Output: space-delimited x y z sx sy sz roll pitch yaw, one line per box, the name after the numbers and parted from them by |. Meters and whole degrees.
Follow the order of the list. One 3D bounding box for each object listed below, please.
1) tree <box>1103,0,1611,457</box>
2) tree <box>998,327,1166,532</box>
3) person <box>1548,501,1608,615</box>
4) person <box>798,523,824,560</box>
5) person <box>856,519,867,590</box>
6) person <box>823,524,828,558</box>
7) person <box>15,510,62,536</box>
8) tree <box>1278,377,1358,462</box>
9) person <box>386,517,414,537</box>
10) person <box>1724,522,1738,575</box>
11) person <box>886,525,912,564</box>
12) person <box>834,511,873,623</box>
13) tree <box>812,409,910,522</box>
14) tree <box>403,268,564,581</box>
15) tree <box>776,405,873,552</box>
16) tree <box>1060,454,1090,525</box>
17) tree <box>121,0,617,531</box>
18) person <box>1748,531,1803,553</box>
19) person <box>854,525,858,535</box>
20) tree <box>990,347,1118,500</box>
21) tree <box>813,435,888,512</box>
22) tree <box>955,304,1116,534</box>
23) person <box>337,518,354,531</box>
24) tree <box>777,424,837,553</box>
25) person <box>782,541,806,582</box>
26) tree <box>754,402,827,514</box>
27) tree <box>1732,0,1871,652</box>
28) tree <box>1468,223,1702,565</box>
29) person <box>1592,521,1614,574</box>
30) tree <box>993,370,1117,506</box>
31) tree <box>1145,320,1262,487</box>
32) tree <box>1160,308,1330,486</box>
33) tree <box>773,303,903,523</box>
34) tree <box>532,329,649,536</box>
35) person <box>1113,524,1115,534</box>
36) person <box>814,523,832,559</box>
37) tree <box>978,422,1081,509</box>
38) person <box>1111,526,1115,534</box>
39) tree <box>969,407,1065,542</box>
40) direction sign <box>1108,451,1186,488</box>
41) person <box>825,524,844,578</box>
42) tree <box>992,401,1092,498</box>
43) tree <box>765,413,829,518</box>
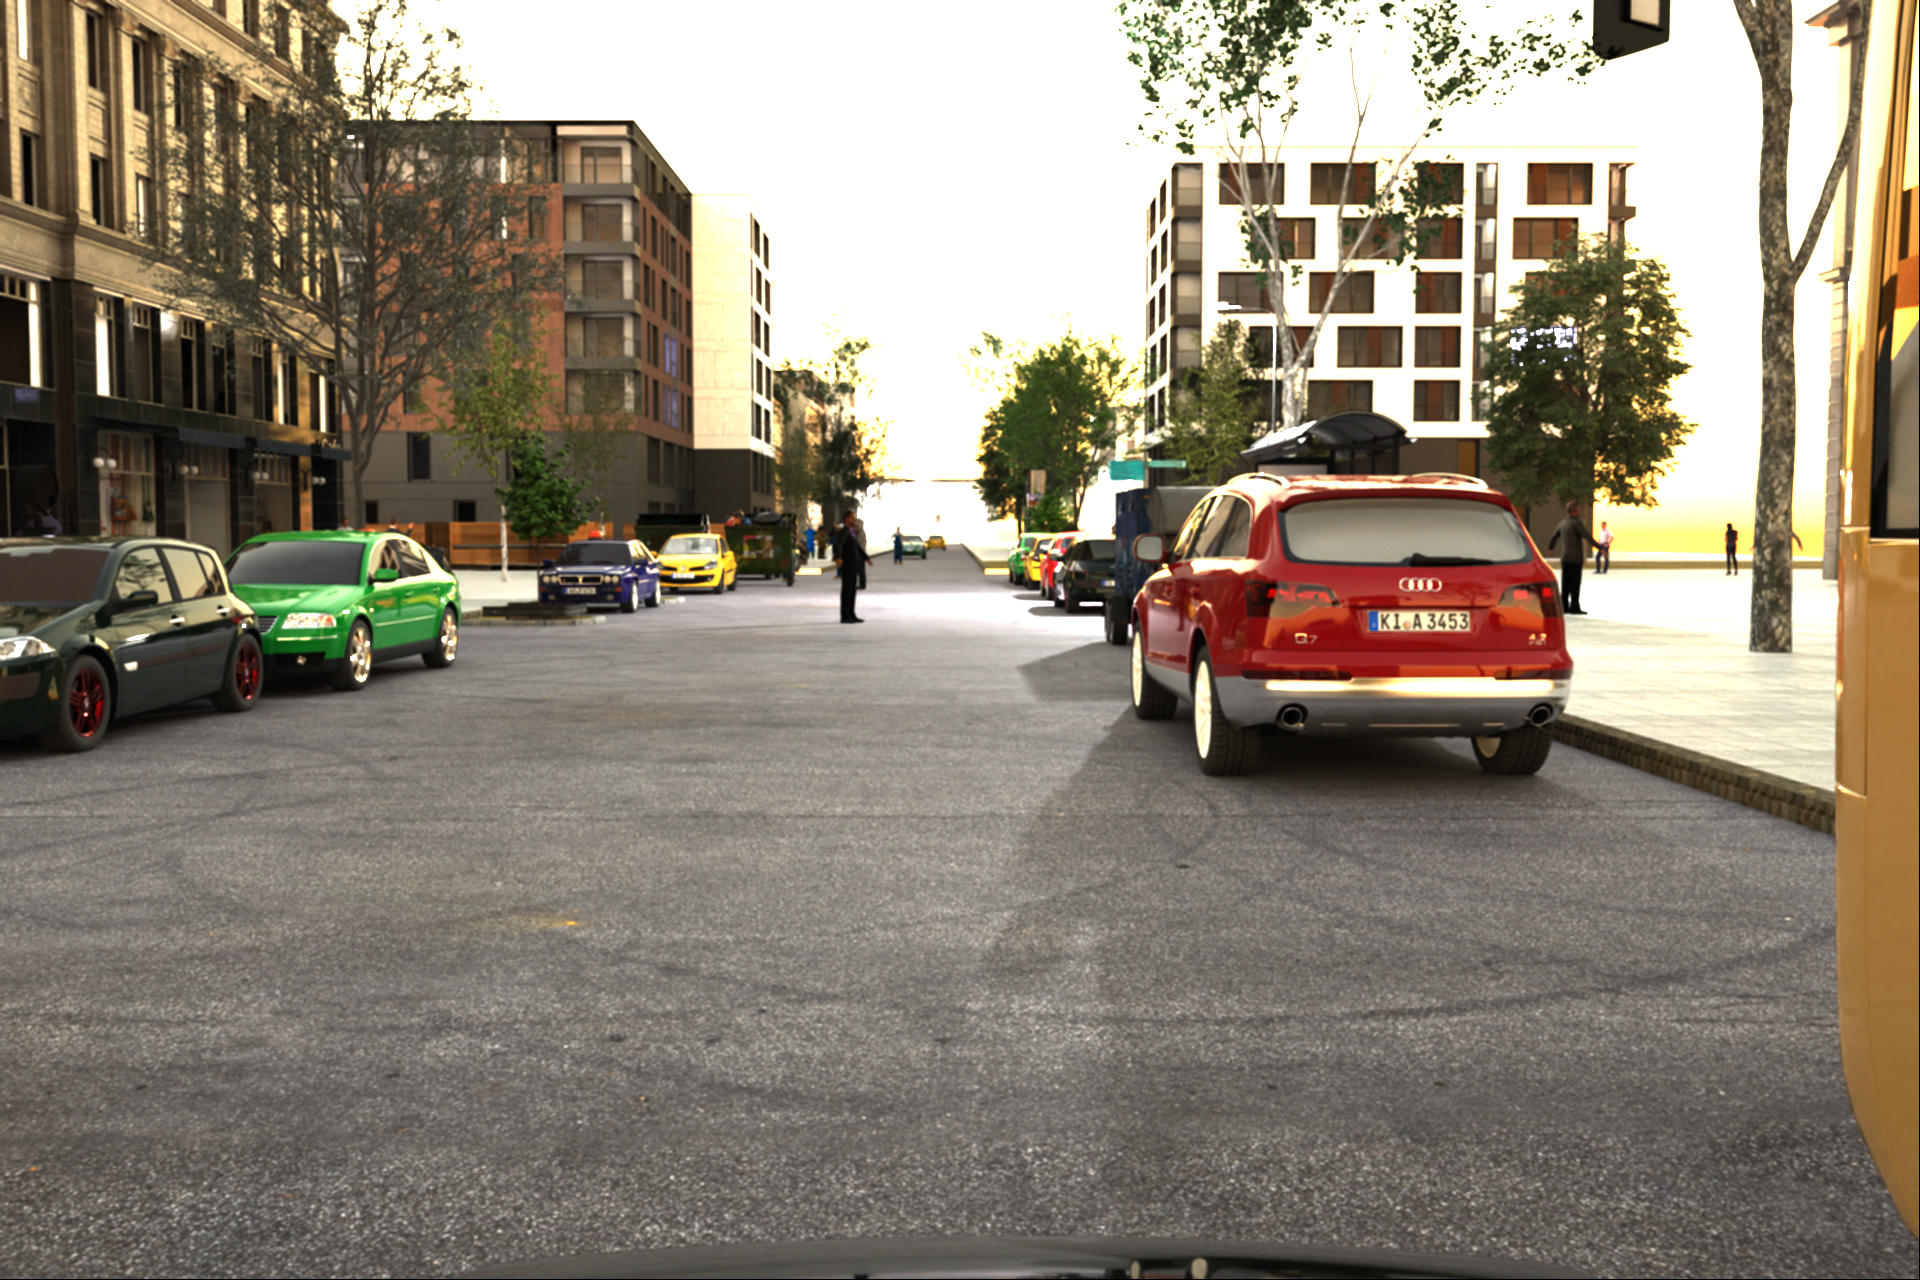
9.419 -11.499 43.896 12.611 20.169 13.585 0 3 0 | tree
5.899 -9.768 85.460 9.928 11.665 9.643 0 3 0 | tree
9.831 -1.319 27.746 0.705 1.807 1.348 -1 4 -20 | person
-7.545 -4.966 87.323 1.347 1.817 0.704 0 4 -1 | person
-2.599 -2.221 44.895 0.705 1.813 1.348 1 4 9 | person
-7.200 -5.195 91.076 1.345 1.843 0.704 2 4 31 | person
-13.022 -1.093 24.361 0.568 1.767 0.683 1 4 21 | person
17.177 -7.956 80.445 4.360 8.622 3.978 0 3 0 | tree
-14.771 -2.377 45.712 0.742 1.727 0.445 -1 4 -10 | person
24.033 -2.843 54.000 0.415 1.643 0.593 3 5 44 | person
-2.944 -4.553 82.757 1.347 1.847 0.705 1 4 20 | person
-1.763 -1.178 27.942 0.704 1.802 1.346 1 4 20 | person
-9.940 -15.816 168.956 12.009 13.543 11.850 0 3 0 | tree
-12.528 -5.894 46.723 4.737 8.622 4.395 0 3 0 | tree
-10.168 -11.736 126.288 8.767 10.594 7.601 2 4 28 | tree
18.047 -21.642 260.500 9.857 13.997 8.962 0 3 0 | tree
-12.491 -7.680 35.945 12.009 13.543 11.850 0 3 0 | tree
16.514 -1.724 35.025 1.217 1.735 0.721 -1 4 -11 | person
-5.820 -5.541 96.784 1.347 1.806 0.705 1 4 9 | person
5.194 -10.393 95.675 9.928 11.665 9.643 0 3 0 | tree
-10.333 -13.656 157.687 8.767 10.594 7.601 2 4 30 | tree
6.753 -17.453 141.250 12.611 20.169 13.585 0 3 0 | tree
-19.934 -3.062 56.226 1.344 1.810 0.704 -2 4 -35 | person
-10.009 -10.097 115.448 4.360 8.622 3.978 0 3 0 | tree
-5.173 -2.684 52.203 0.705 1.847 1.347 3 4 38 | person
-9.962 -9.010 97.679 4.360 8.622 3.978 0 3 0 | tree
7.459 -9.907 17.864 12.611 20.169 13.585 0 3 0 | tree
26.129 -10.143 72.501 9.857 13.997 8.962 0 3 0 | tree
20.841 -3.007 56.138 0.436 1.711 0.756 0 4 -7 | person
5.837 -11.079 106.891 9.928 11.665 9.643 0 3 0 | tree
8.657 -6.714 60.142 4.737 8.622 4.395 0 3 0 | tree
11.736 -8.388 71.558 7.601 10.594 8.767 1 4 10 | tree
-11.099 -17.665 144.706 12.611 20.169 13.585 0 3 0 | tree
-12.530 -6.808 61.676 4.360 8.622 3.978 0 3 0 | tree
7.628 -4.818 85.039 0.705 1.796 1.348 -1 4 -9 | person
-7.135 -5.106 89.243 0.705 1.858 1.354 3 5 42 | person
5.382 -11.956 129.894 8.767 10.594 7.601 0 4 7 | tree
8.811 -5.747 100.762 0.721 1.733 1.217 2 4 31 | person
5.390 -15.342 157.491 9.857 13.997 8.962 0 3 0 | tree
6.033 -4.080 55.478 2.525 3.948 1.411 0 3 0 | direction sign
-3.928 -2.889 56.154 0.721 1.772 1.216 3 5 39 | person
5.692 -11.826 119.106 9.928 11.665 9.643 0 3 0 | tree
-10.061 -9.408 104.181 4.360 8.622 3.978 0 3 0 | tree
